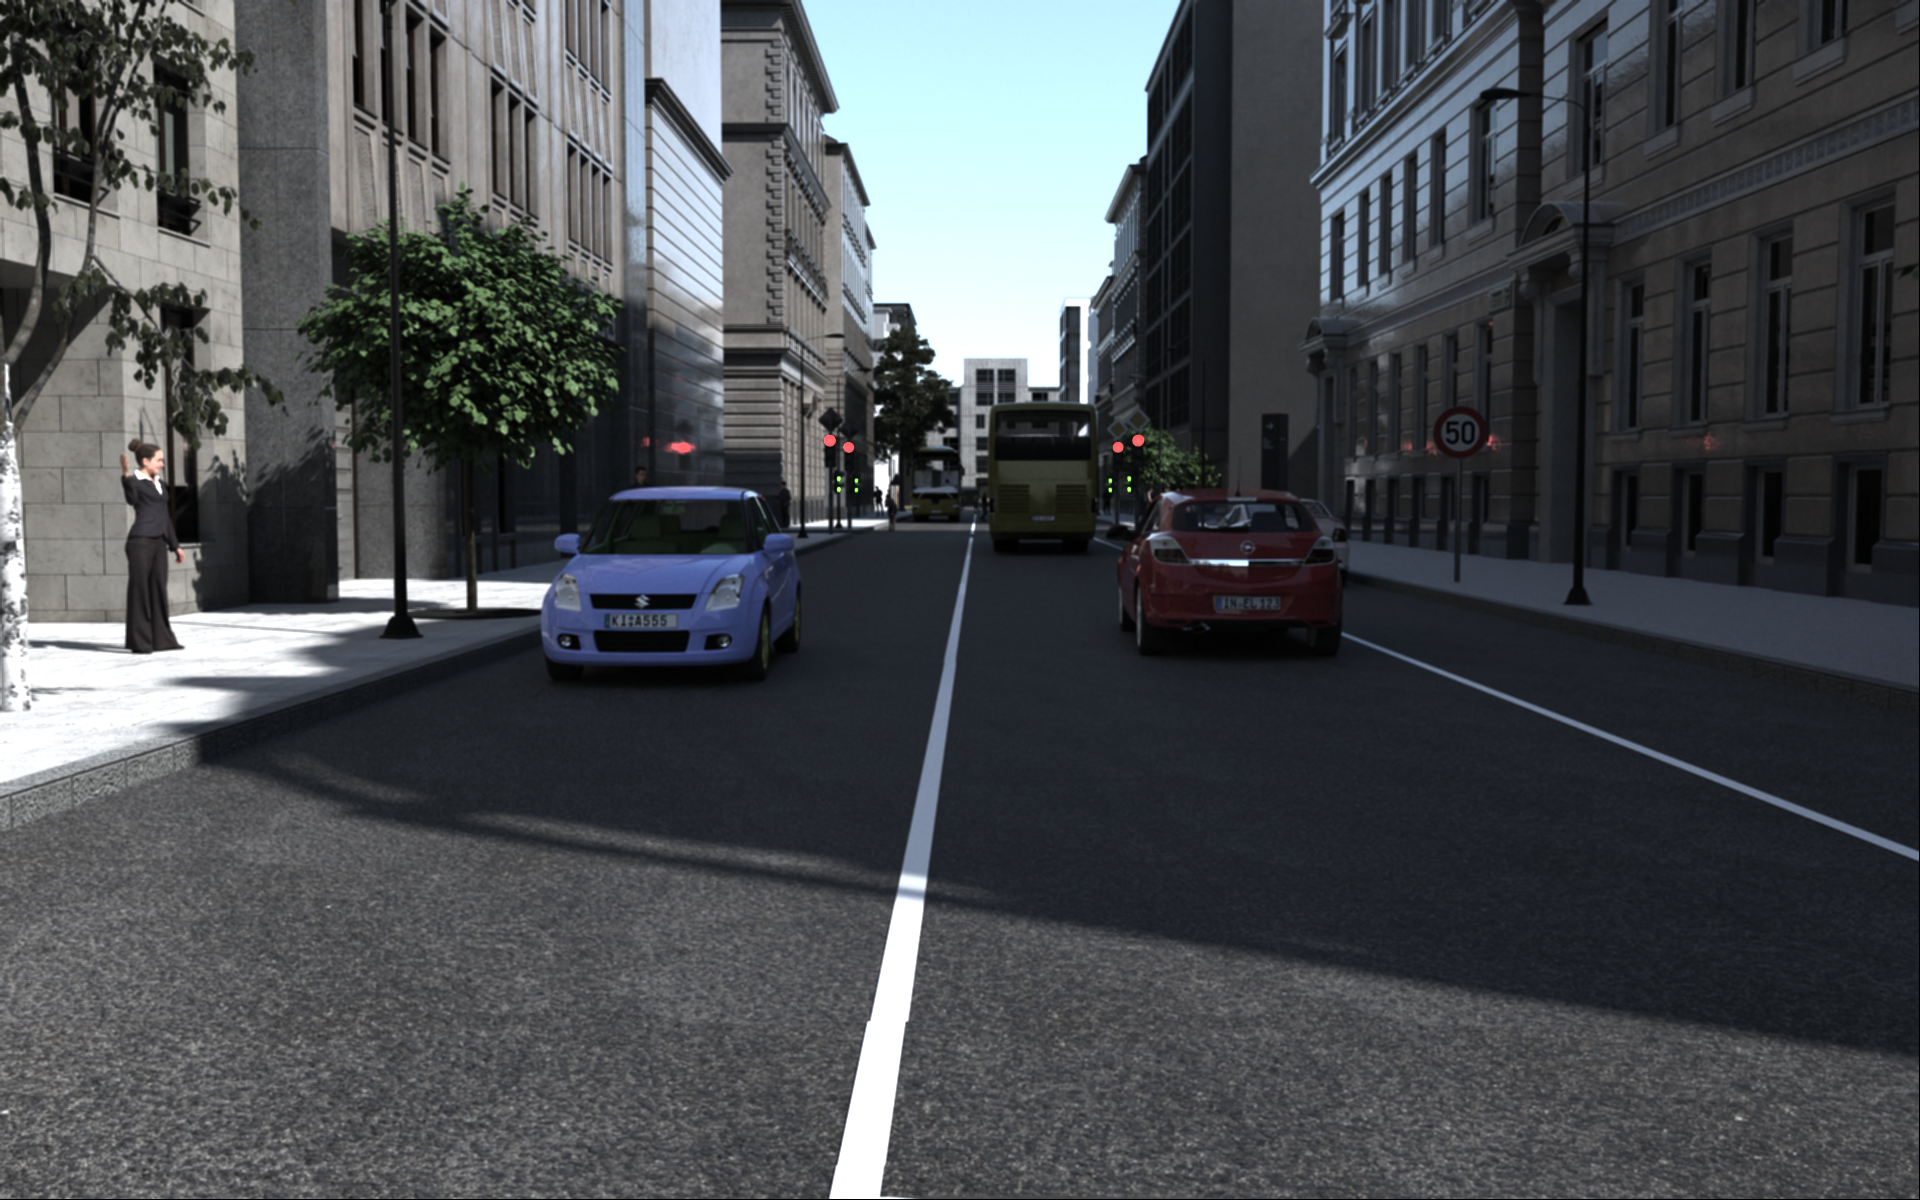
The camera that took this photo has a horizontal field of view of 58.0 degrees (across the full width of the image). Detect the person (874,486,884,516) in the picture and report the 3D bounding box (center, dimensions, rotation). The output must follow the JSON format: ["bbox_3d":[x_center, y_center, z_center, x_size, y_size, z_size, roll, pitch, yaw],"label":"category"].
[{"bbox_3d":[-4.706,-5.726,100.116,0.683,1.767,0.568,1,4,17],"label":"person"}]

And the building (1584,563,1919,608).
[{"bbox_3d":[17.026,-14.478,22.617,13.634,28.700,20.117,0,4,1],"label":"building"}]

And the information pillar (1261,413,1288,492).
[{"bbox_3d":[10.154,-4.069,55.912,0.750,3.857,0.750,3,5,39],"label":"information pillar"}]

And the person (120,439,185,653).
[{"bbox_3d":[-6.488,-0.431,13.891,0.445,1.727,0.742,-1,4,-20],"label":"person"}]

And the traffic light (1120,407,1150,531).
[{"bbox_3d":[5.644,-4.042,55.326,0.839,4.213,0.868,0,4,1],"label":"traffic light"}]

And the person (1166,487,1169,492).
[{"bbox_3d":[9.116,-4.134,75.504,0.647,1.594,0.662,2,4,29],"label":"person"}]

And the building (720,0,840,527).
[{"bbox_3d":[-11.484,-15.061,75.120,11.050,23.489,19.941,0,4,1],"label":"building"}]

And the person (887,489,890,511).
[{"bbox_3d":[-5.551,-7.710,133.575,0.415,1.643,0.593,-3,4,-37],"label":"person"}]

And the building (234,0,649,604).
[{"bbox_3d":[-13.300,-12.934,29.497,12.078,24.808,19.932,0,4,1],"label":"building"}]

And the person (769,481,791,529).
[{"bbox_3d":[-6.685,-3.532,64.315,0.750,1.759,0.617,-1,4,-23],"label":"person"}]

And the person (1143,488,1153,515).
[{"bbox_3d":[8.455,-4.242,77.612,0.590,1.554,0.614,0,4,5],"label":"person"}]

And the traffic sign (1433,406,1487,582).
[{"bbox_3d":[7.242,-1.532,25.157,0.768,2.556,0.104,0,4,6],"label":"traffic sign"}]

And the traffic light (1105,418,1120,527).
[{"bbox_3d":[5.732,-4.530,63.311,0.839,4.213,0.868,0,4,1],"label":"traffic light"}]

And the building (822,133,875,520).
[{"bbox_3d":[-10.293,-15.017,94.671,9.793,20.994,18.267,0,4,1],"label":"building"}]

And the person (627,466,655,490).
[{"bbox_3d":[-4.937,-1.215,26.833,0.541,1.710,0.530,0,4,8],"label":"person"}]

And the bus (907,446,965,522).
[{"bbox_3d":[-1.190,-6.174,92.492,2.896,3.916,12.252,0,4,0],"label":"bus"}]

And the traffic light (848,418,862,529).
[{"bbox_3d":[-4.029,-4.536,63.402,0.839,4.213,0.868,0,4,1],"label":"traffic light"}]

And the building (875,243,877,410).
[{"bbox_3d":[-10.773,-16.132,112.910,9.793,20.994,18.267,0,4,1],"label":"building"}]

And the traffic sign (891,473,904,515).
[{"bbox_3d":[-3.850,-6.438,105.264,0.884,2.594,0.081,1,4,9],"label":"traffic sign"}]

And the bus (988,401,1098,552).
[{"bbox_3d":[2.114,-3.330,45.997,2.896,3.916,12.252,0,4,2],"label":"bus"}]

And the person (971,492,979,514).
[{"bbox_3d":[1.125,-6.927,123.714,0.435,1.587,0.963,-2,4,-29],"label":"person"}]

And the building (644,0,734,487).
[{"bbox_3d":[-19.373,-15.282,47.121,25.104,27.353,12.463,0,4,1],"label":"building"}]

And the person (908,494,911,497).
[{"bbox_3d":[-4.083,-9.025,154.316,1.217,1.736,0.721,0,4,-6],"label":"person"}]

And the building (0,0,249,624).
[{"bbox_3d":[-13.500,-9.562,11.091,10.420,20.320,16.860,0,4,1],"label":"building"}]

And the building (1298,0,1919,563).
[{"bbox_3d":[17.029,-15.706,42.698,13.634,28.700,20.117,0,4,1],"label":"building"}]

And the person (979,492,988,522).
[{"bbox_3d":[1.262,-4.814,89.415,0.569,1.553,0.471,-2,4,-33],"label":"person"}]

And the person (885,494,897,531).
[{"bbox_3d":[-2.672,-3.359,66.650,0.421,1.427,0.697,1,4,20],"label":"person"}]

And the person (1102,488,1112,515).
[{"bbox_3d":[8.958,-5.996,104.789,0.576,1.737,0.504,-3,5,-40],"label":"person"}]

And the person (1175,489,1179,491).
[{"bbox_3d":[9.296,-4.037,74.595,0.613,1.512,0.480,2,4,30],"label":"person"}]

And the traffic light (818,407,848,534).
[{"bbox_3d":[-4.117,-4.047,55.417,0.839,4.213,0.868,0,4,1],"label":"traffic light"}]
